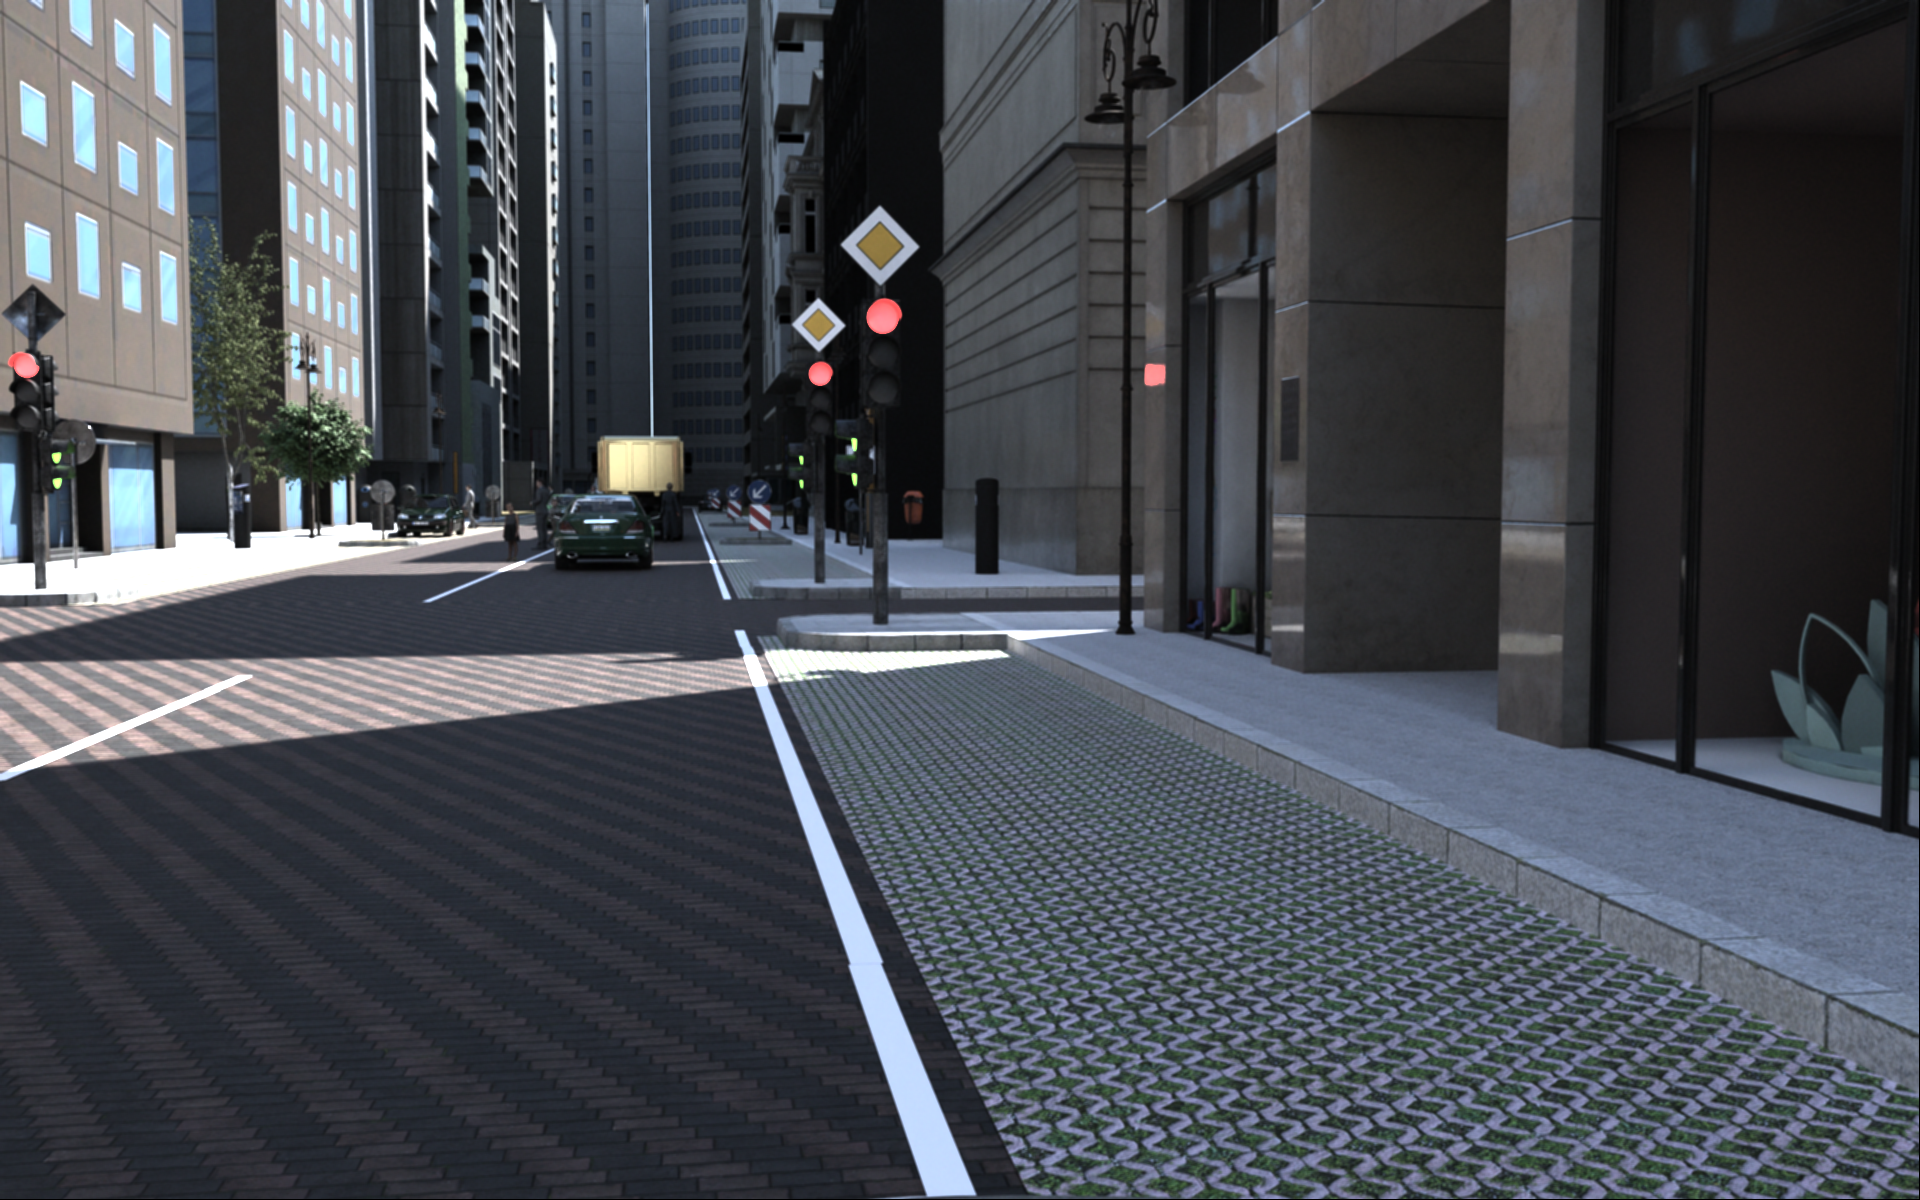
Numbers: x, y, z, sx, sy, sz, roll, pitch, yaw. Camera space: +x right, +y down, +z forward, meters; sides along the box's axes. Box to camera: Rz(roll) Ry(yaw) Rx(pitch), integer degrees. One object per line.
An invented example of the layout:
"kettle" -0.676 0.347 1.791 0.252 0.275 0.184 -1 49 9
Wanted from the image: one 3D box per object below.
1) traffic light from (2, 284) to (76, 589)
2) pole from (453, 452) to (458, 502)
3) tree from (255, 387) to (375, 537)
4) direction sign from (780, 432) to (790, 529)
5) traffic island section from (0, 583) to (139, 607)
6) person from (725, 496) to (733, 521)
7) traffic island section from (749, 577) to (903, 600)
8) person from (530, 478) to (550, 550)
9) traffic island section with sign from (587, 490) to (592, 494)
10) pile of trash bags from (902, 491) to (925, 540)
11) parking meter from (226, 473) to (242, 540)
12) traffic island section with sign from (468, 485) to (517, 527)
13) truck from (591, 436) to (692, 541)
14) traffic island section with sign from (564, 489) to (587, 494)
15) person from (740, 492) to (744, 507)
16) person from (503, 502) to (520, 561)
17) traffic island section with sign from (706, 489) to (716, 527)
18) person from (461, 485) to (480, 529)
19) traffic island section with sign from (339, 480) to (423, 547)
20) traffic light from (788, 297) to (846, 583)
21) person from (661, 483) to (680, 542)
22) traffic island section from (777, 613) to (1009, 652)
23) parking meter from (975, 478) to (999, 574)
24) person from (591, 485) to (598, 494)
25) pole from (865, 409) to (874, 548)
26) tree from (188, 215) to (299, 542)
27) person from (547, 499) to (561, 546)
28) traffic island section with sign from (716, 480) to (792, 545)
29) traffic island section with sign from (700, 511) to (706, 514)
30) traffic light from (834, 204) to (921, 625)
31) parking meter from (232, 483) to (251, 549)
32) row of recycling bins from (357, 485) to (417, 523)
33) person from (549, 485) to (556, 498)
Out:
"traffic light" -12.375 -2.099 23.235 0.839 4.253 0.868 -1 4 -9
"pole" -24.387 -5.499 83.749 0.158 3.312 0.155 0 3 0
"tree" -19.705 -4.236 52.968 4.285 4.588 4.351 0 3 0
"direction sign" -6.417 -4.373 63.504 0.379 3.537 0.876 -1 4 -20
"traffic island section" -12.416 -0.066 23.363 2.009 0.180 2.903 -1 4 -9
"person" -12.328 -5.133 92.990 0.524 1.755 0.480 -1 4 -20
"traffic island section" -2.001 -0.166 24.990 2.009 0.180 2.903 -1 4 -9
"person" -10.904 -2.234 44.826 0.447 1.846 0.655 1 4 11
"traffic island section with sign" -32.122 -8.691 150.731 1.989 1.847 2.006 -1 4 -9
"pile of trash bags" 0.022 -2.316 47.623 3.447 1.369 1.912 1 4 20
"parking meter" -20.389 -2.626 48.649 0.255 1.863 0.399 1 4 19
"traffic island section with sign" -20.237 -4.070 75.174 1.989 1.847 2.006 -1 4 -9
"truck" -10.434 -3.722 56.781 3.469 3.379 9.791 -1 4 -10
"traffic island section with sign" -27.924 -7.053 123.940 1.989 1.847 2.006 -1 4 -9
"person" -22.195 -10.364 178.675 1.217 1.735 0.721 1 4 20
"person" -9.579 -1.456 36.978 0.362 1.253 0.373 2 4 24
"traffic island section with sign" -10.092 -4.148 76.455 1.989 1.847 2.006 -1 4 -9
"person" -20.136 -3.822 71.104 0.853 1.813 0.709 0 4 -8
"traffic island section with sign" -15.922 -2.391 47.719 1.989 1.847 2.006 -1 4 -9
"traffic light" -2.043 -2.199 24.870 0.839 4.253 0.868 -1 4 -9
"person" -8.633 -2.612 51.630 0.576 1.772 0.534 0 4 -7
"traffic island section" -0.761 0.317 17.101 2.009 0.180 2.903 -1 4 -9
"parking meter" 0.434 -1.188 27.835 0.372 1.533 0.369 0 3 0
"person" -14.396 -3.610 67.918 0.834 1.777 0.661 -2 4 -32
"pole" -2.127 -2.873 40.824 0.158 3.312 0.155 0 3 0
"tree" -19.315 -5.815 45.440 4.737 8.622 4.395 0 3 0
"person" -11.118 -2.130 47.601 0.640 1.303 0.475 1 4 20
"traffic island section with sign" -5.847 -2.492 49.365 1.989 1.847 2.006 -1 4 -9
"traffic island section with sign" -17.933 -7.198 126.323 1.989 1.847 2.006 -1 4 -9
"traffic light" -0.802 -1.716 16.981 0.839 4.253 0.868 -1 4 -9
"parking meter" -16.888 -1.977 40.737 0.372 1.533 0.369 0 3 0
"row of recycling bins" -26.018 -4.281 77.108 3.534 1.692 1.069 -1 4 -13
"person" -19.283 -4.497 81.807 0.755 1.850 0.659 -1 4 -21
